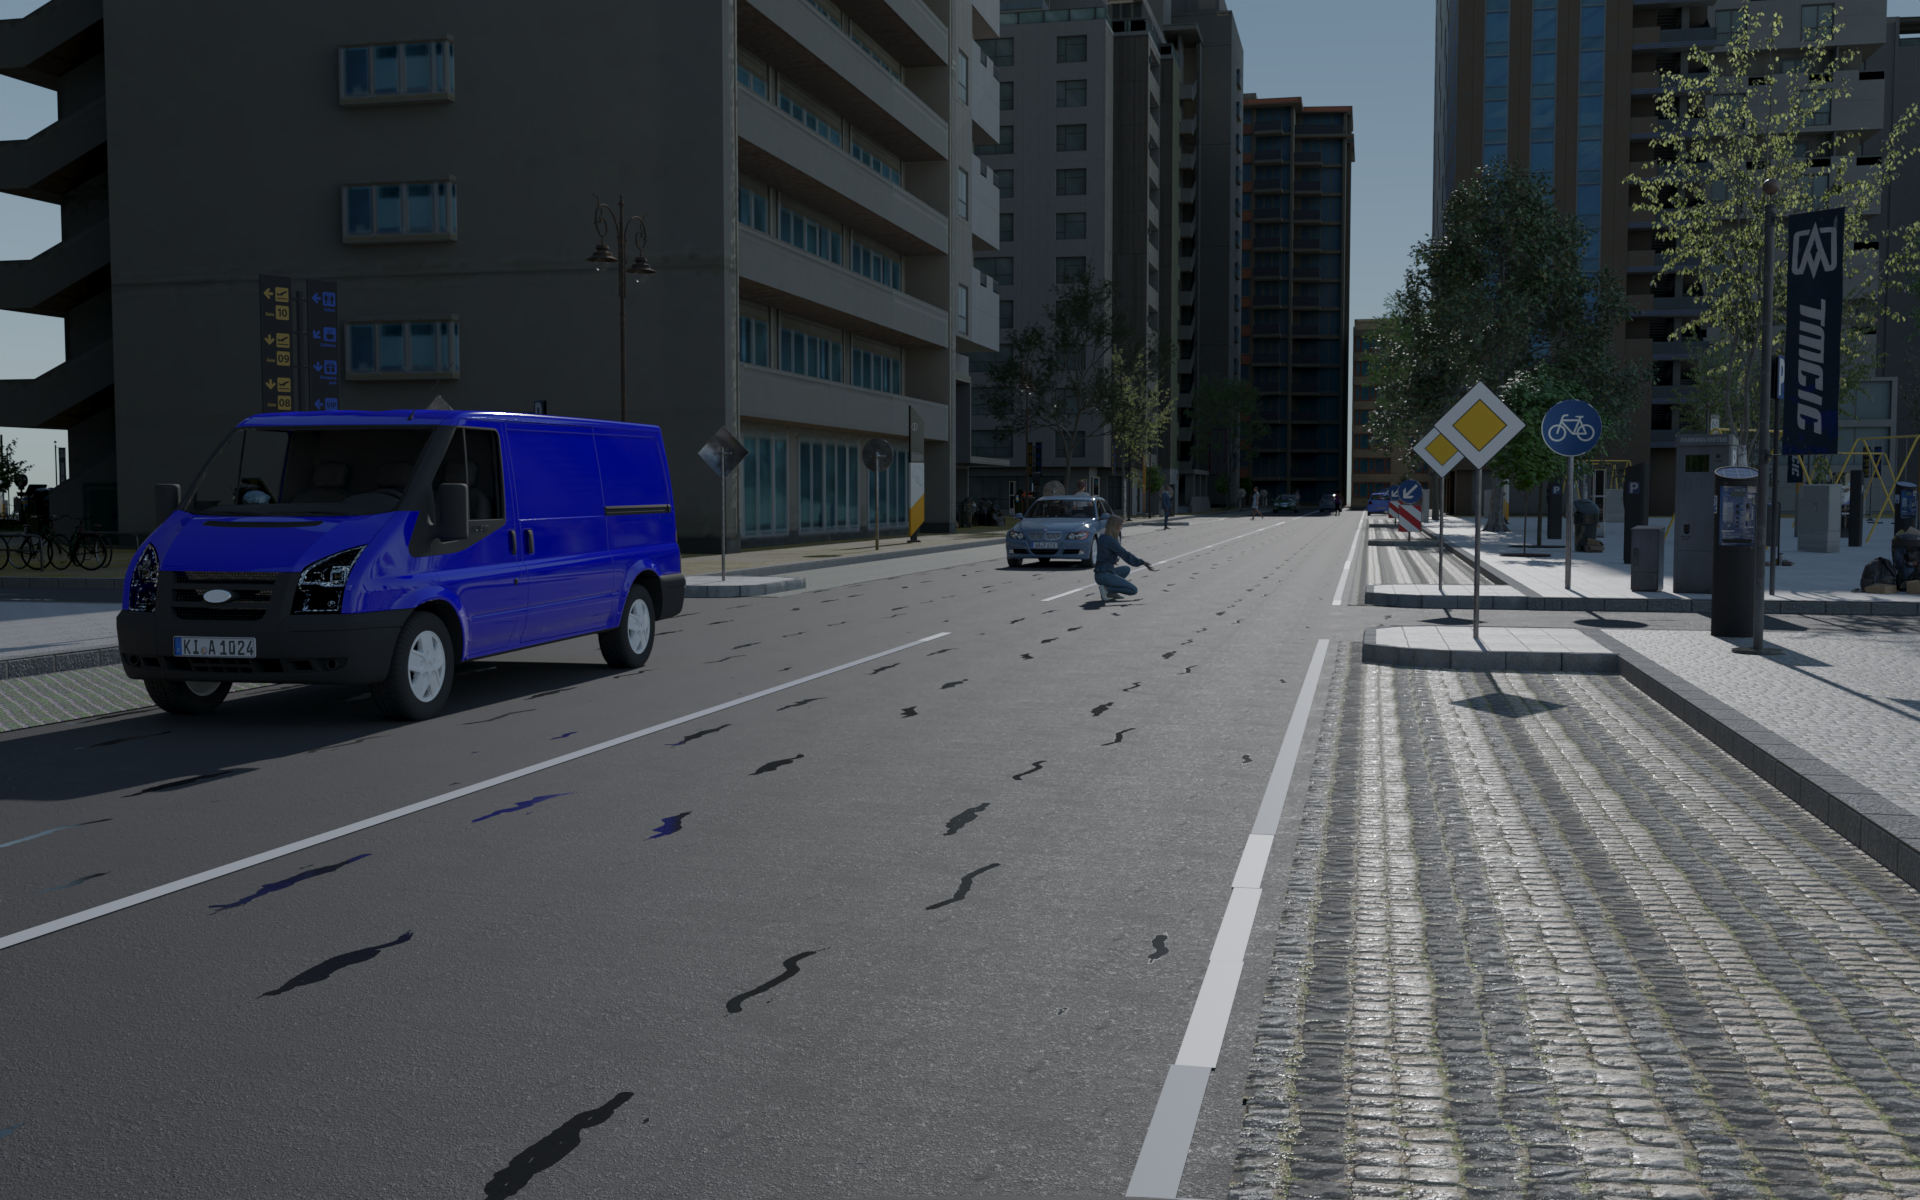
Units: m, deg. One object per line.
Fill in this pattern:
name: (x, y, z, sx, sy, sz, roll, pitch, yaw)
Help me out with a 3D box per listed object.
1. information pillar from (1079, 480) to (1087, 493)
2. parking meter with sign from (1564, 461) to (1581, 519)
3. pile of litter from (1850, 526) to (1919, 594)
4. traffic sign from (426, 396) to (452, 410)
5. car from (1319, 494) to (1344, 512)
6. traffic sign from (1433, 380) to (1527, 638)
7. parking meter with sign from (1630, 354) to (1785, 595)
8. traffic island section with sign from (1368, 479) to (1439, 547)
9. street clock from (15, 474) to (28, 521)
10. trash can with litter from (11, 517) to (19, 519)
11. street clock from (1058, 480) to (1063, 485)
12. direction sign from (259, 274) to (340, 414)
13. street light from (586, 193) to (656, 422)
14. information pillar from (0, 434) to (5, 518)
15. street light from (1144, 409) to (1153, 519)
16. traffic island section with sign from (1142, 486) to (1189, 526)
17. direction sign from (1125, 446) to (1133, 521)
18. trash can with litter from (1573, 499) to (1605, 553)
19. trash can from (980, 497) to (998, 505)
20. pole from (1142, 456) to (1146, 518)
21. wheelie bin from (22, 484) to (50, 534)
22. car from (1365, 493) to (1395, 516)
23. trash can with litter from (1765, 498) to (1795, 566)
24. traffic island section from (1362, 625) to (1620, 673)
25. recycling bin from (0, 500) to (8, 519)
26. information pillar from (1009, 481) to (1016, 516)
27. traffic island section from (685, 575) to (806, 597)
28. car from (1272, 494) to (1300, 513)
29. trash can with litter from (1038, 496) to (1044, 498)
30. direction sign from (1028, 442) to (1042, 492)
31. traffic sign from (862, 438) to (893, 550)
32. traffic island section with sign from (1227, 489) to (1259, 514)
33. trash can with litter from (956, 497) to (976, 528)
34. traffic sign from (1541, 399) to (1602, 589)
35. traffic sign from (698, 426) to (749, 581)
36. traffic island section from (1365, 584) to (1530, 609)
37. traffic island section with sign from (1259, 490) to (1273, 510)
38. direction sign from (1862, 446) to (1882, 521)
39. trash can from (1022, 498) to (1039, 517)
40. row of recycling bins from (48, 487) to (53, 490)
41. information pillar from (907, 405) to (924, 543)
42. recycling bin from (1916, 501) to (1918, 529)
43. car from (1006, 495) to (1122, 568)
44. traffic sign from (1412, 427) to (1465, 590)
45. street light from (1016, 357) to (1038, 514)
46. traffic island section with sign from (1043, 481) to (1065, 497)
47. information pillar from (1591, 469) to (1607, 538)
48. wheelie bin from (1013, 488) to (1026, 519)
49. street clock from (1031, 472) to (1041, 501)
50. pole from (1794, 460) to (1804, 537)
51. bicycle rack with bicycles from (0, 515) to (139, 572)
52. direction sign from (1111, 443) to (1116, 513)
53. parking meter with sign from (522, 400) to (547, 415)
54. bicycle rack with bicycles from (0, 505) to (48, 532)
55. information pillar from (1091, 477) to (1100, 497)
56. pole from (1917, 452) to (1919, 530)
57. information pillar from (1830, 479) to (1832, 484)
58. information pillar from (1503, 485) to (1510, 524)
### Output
information pillar: (6.239, -5.118, 88.164, 0.304, 2.012, 0.304, -2, 4, -28)
parking meter with sign: (32.083, -5.765, 90.522, 0.543, 3.016, 1.738, 0, 4, -2)
pile of litter: (12.504, -0.523, 22.520, 1.719, 0.858, 1.176, 1, 4, 17)
traffic sign: (-5.326, -0.861, 17.719, 0.795, 2.450, 0.064, 1, 4, 13)
car: (29.769, -7.765, 138.965, 2.014, 1.417, 4.499, 1, 4, 14)
traffic sign: (4.591, -0.717, 15.360, 0.795, 2.450, 0.064, 1, 4, 13)
parking meter with sign: (9.625, -1.596, 22.362, 1.738, 3.016, 0.543, 2, 4, 34)
traffic island section with sign: (12.315, -2.402, 47.900, 1.989, 1.847, 2.006, 1, 4, 13)
street clock: (-33.635, -3.518, 62.086, 0.471, 2.002, 0.358, 2, 4, 26)
trash can with litter: (-47.490, -4.623, 86.644, 2.233, 1.210, 1.678, -2, 4, -24)
street clock: (5.270, -5.311, 91.402, 0.358, 2.002, 0.471, 1, 4, 21)
direction sign: (-6.922, -1.605, 18.243, 0.379, 3.537, 0.876, 3, 4, 38)
street light: (-5.233, -3.312, 26.933, 0.468, 5.910, 1.993, 1, 4, 13)
information pillar: (-37.729, -4.698, 68.166, 0.183, 3.616, 0.504, -3, 5, -42)
street light: (9.913, -7.187, 90.301, 0.468, 5.910, 1.993, 1, 4, 13)
traffic island section with sign: (9.350, -4.271, 78.461, 1.989, 1.847, 2.006, 1, 4, 13)
direction sign: (8.011, -5.501, 81.939, 0.379, 3.537, 0.876, 0, 4, 3)
trash can with litter: (13.964, -1.644, 38.262, 0.624, 1.170, 1.055, 0, 4, -3)
trash can: (1.261, -3.901, 75.437, 0.748, 1.137, 0.748, 0, 3, 0)
pole: (9.781, -6.001, 91.957, 0.158, 3.312, 0.155, 0, 3, 0)
wheelie bin: (-29.218, -2.879, 54.974, 0.693, 1.594, 0.980, 2, 4, 25)
car: (27.806, -6.420, 114.560, 1.945, 1.707, 3.694, 1, 4, 13)
trash can with litter: (14.061, -1.235, 31.244, 2.233, 1.210, 1.678, 1, 4, 10)
traffic island section: (4.616, 0.419, 15.432, 2.009, 0.180, 2.903, 1, 4, 13)
recycling bin: (-40.868, -3.728, 73.506, 0.722, 1.027, 0.722, -3, 5, -41)
information pillar: (3.010, -5.806, 99.417, 0.304, 2.012, 0.304, 1, 4, 18)
traffic island section: (-3.511, -0.200, 25.558, 2.009, 0.180, 2.903, 1, 4, 13)
car: (24.956, -7.388, 132.587, 2.131, 1.459, 4.920, 1, 4, 13)
trash can with litter: (5.427, -5.440, 99.996, 1.678, 1.210, 2.233, 0, 4, -1)
direction sign: (3.231, -5.119, 75.690, 0.876, 3.537, 0.379, 3, 5, 41)
traffic sign: (-1.899, -2.414, 39.574, 0.768, 2.556, 0.104, 1, 4, 18)
traffic island section with sign: (20.327, -7.107, 124.834, 1.989, 1.847, 2.006, 1, 4, 13)
trash can with litter: (0.042, -3.320, 65.665, 1.055, 1.170, 0.624, -2, 4, -32)
traffic sign: (8.219, -1.421, 23.343, 0.768, 2.556, 0.104, 1, 4, 16)
traffic sign: (-3.486, -1.336, 25.490, 0.795, 2.450, 0.064, 1, 4, 13)
traffic island section: (6.455, -0.056, 23.203, 2.009, 0.180, 2.903, 1, 4, 13)
traffic island section with sign: (26.539, -8.712, 151.067, 1.989, 1.847, 2.006, 1, 4, 13)
direction sign: (43.526, -5.548, 82.709, 0.379, 3.537, 0.876, -3, 4, -38)
trash can: (3.959, -5.462, 100.959, 0.748, 1.137, 0.748, 0, 3, 0)
row of recycling bins: (-55.173, -6.022, 105.579, 3.534, 1.692, 1.069, 2, 4, 25)
information pillar: (-1.166, -3.336, 45.895, 0.504, 3.616, 0.183, -3, 5, -43)
recycling bin: (34.476, -3.017, 61.882, 0.722, 1.027, 0.722, 1, 4, 12)
car: (2.192, -1.435, 35.464, 2.014, 1.417, 4.499, 1, 4, 15)
traffic sign: (6.430, -1.192, 23.131, 0.795, 2.450, 0.064, 1, 4, 13)
street light: (2.268, -5.251, 58.634, 0.468, 5.910, 1.993, 1, 4, 13)
traffic island section with sign: (2.693, -2.549, 50.297, 1.989, 1.847, 2.006, 1, 4, 13)
information pillar: (18.793, -2.836, 50.863, 0.304, 2.012, 0.304, 2, 4, 27)
wheelie bin: (3.089, -4.878, 87.656, 0.693, 1.594, 0.980, 1, 4, 13)
street clock: (2.544, -3.249, 57.683, 0.358, 2.002, 0.471, 0, 4, 2)
pole: (24.881, -3.515, 51.319, 0.158, 3.312, 0.155, 0, 3, 0)
bicycle rack with bicycles: (-15.462, -0.995, 29.644, 2.925, 0.926, 2.852, 2, 4, 30)
direction sign: (6.780, -5.173, 76.577, 0.379, 3.537, 0.876, 1, 4, 15)
parking meter with sign: (-8.531, -2.182, 31.942, 1.738, 3.016, 0.543, -2, 4, -30)
bicycle rack with bicycles: (-36.031, -3.117, 64.346, 2.852, 0.926, 2.925, -1, 4, -10)
information pillar: (5.831, -4.296, 74.737, 0.304, 2.012, 0.304, -1, 4, -10)
pole: (32.767, -3.985, 59.001, 0.158, 3.312, 0.155, 0, 3, 0)
information pillar: (41.256, -4.727, 81.778, 0.304, 2.012, 0.304, 0, 4, 3)
information pillar: (23.226, -5.038, 73.719, 0.183, 3.616, 0.504, -1, 4, -11)
